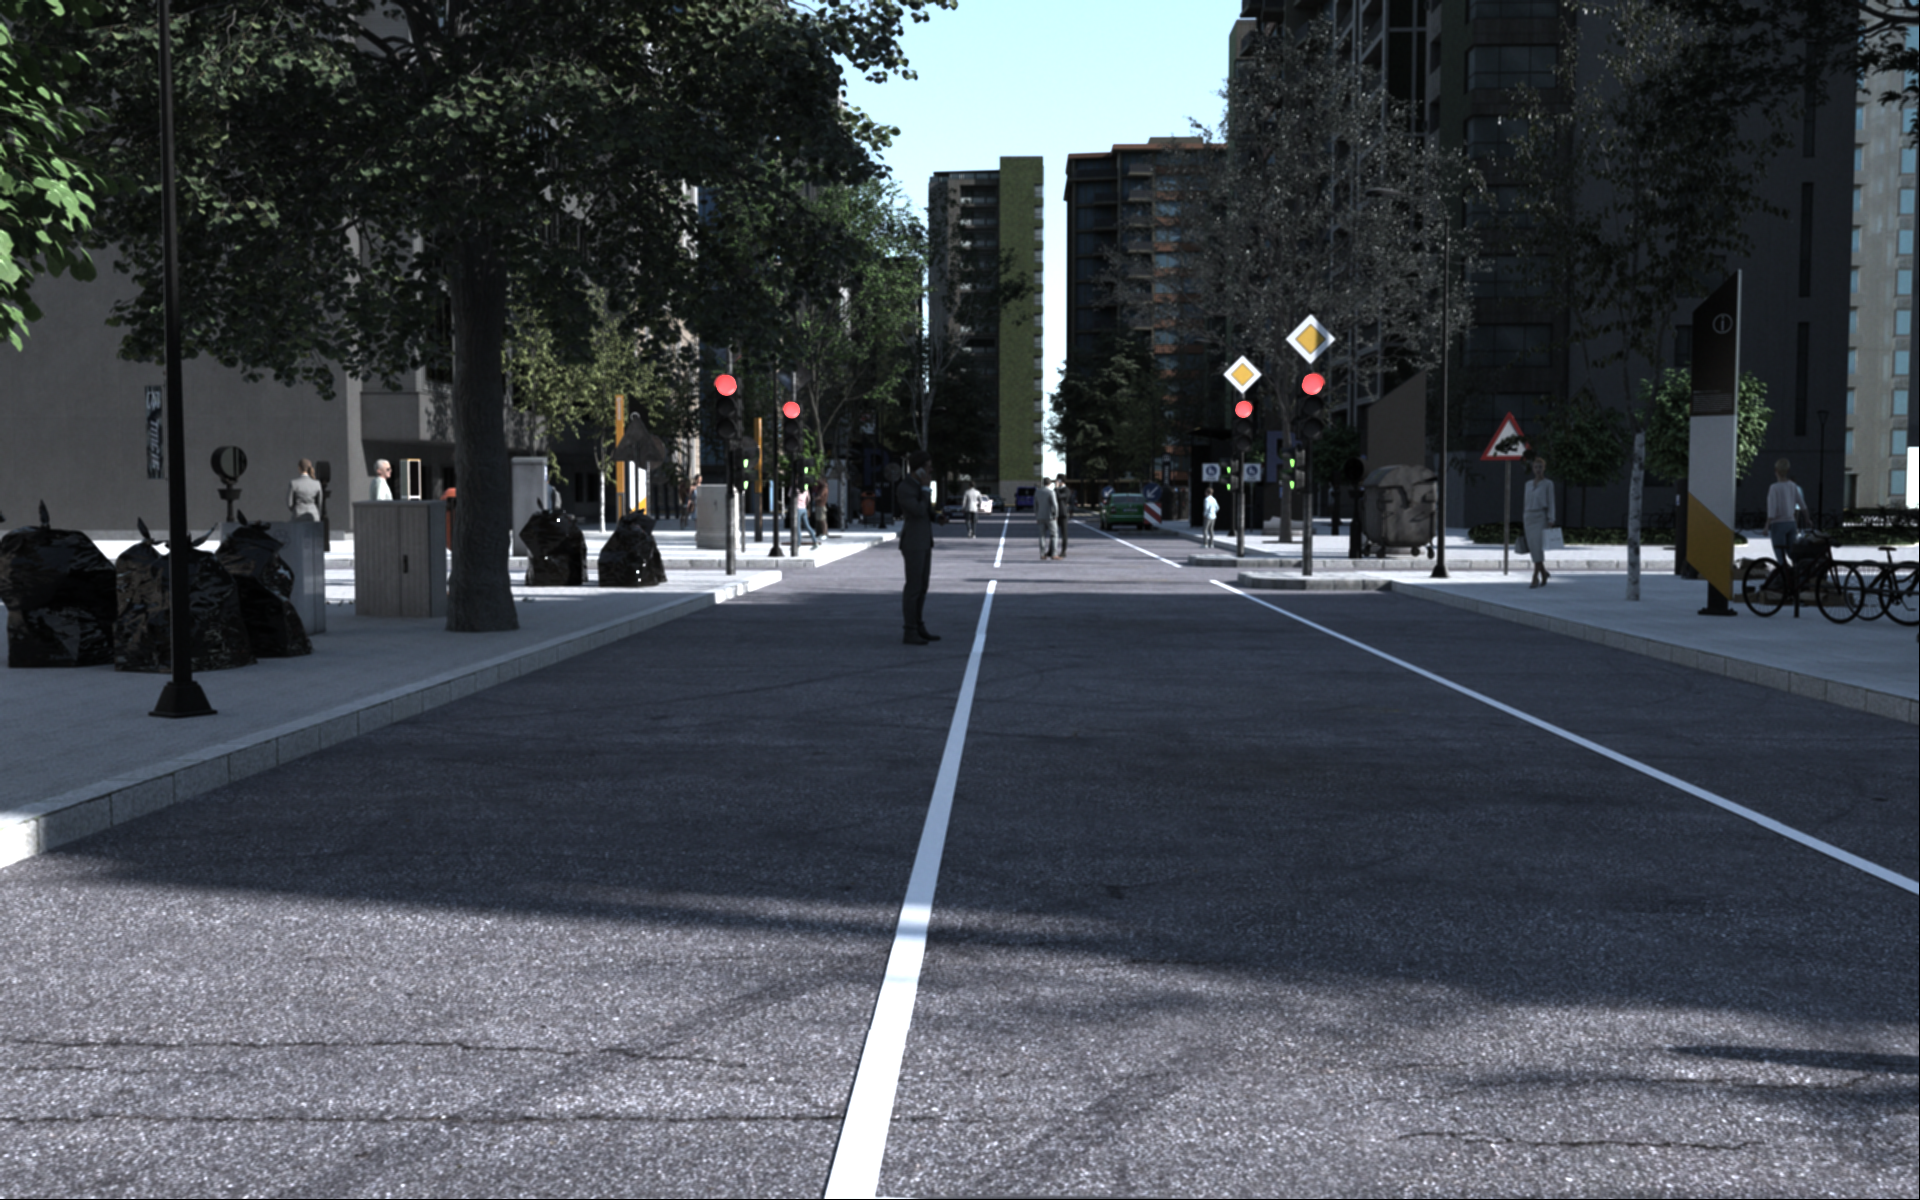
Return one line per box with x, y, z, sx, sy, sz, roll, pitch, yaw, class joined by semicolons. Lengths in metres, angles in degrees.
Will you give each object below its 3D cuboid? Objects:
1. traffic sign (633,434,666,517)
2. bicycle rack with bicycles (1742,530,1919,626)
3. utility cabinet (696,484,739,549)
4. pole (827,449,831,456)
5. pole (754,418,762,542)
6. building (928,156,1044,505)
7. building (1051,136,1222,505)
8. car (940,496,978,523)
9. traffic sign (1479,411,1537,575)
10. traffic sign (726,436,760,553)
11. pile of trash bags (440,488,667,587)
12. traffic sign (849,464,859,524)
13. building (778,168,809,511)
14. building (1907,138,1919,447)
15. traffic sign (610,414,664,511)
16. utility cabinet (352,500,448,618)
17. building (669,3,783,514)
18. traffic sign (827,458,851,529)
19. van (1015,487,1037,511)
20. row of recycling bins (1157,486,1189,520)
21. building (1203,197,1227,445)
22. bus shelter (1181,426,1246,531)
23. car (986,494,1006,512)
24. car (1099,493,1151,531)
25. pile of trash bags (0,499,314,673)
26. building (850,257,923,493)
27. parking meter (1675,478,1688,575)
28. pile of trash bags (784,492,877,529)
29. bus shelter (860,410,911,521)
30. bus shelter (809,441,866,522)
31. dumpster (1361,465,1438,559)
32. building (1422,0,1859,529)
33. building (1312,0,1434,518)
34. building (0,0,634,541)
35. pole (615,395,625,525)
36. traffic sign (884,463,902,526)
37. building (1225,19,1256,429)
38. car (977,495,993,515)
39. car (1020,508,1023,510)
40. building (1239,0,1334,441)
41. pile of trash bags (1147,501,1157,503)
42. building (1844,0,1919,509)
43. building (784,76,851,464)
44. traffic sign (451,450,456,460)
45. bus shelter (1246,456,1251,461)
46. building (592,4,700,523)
-6.661;-2.254;36.955;0.768;2.556;0.104;0;4;6;traffic sign
9.664;-0.230;17.146;2.852;0.926;2.925;-1;4;-12;bicycle rack with bicycles
-5.605;-1.914;39.965;1.173;1.500;0.318;3;5;42;utility cabinet
-5.547;-4.876;73.569;0.158;3.312;0.155;0;3;0;pole
-5.405;-3.212;46.367;0.158;3.312;0.155;0;3;0;pole
3.187;-32.341;212.367;14.086;41.232;14.154;0;4;2;building
25.768;-34.279;215.084;28.867;44.769;22.147;0;4;2;building
-0.016;-4.529;86.634;1.945;1.354;3.894;0;4;2;car
8.640;-1.672;27.343;0.884;2.594;0.081;0;4;5;traffic sign
-4.759;-2.315;37.955;0.768;2.556;0.104;0;4;4;traffic sign
-5.860;-0.921;24.809;3.447;1.369;1.912;1;4;11;pile of trash bags
-4.719;-4.541;74.346;0.768;2.556;0.104;0;4;3;traffic sign
-27.024;-27.260;137.587;32.217;40.220;23.993;0;4;2;building
39.119;-22.487;51.257;14.086;41.232;14.154;0;4;2;building
-5.253;-1.722;28.157;0.884;2.594;0.081;0;4;2;traffic sign
-5.904;-0.434;18.250;1.020;1.237;0.306;2;4;23;utility cabinet
-19.944;-28.592;117.588;14.600;45.320;14.200;0;4;2;building
-4.390;-3.838;62.758;0.884;2.594;0.081;0;4;5;traffic sign
5.742;-8.763;147.657;2.240;2.365;5.245;0;4;3;van
10.556;-4.800;85.597;1.069;1.692;3.534;2;4;26;row of recycling bins
30.401;-24.213;167.577;14.160;30.474;14.107;0;4;2;building
9.205;-4.381;62.907;1.731;3.624;6.357;0;4;2;bus shelter
2.713;-7.989;142.410;2.131;1.459;4.920;0;4;2;car
6.548;-3.665;68.722;1.959;1.807;4.718;0;4;0;car
-6.834;-0.237;13.635;3.447;1.369;1.912;1;4;20;pile of trash bags
-11.757;-26.927;211.950;14.107;30.474;14.160;0;4;2;building
11.531;-1.162;27.414;0.372;1.533;0.369;0;3;0;parking meter
-4.768;-3.358;64.653;3.447;1.369;1.912;-1;4;-23;pile of trash bags
-3.608;-6.586;85.318;2.179;5.291;8.768;0;4;2;bus shelter
-4.990;-4.617;69.416;2.014;3.302;5.546;0;4;2;bus shelter
8.838;-1.776;34.798;1.264;1.857;1.865;0;4;2;dumpster
25.872;-18.232;69.800;14.160;30.474;14.107;0;4;2;building
30.229;-40.091;93.748;20.563;71.187;20.611;0;4;2;building
-21.704;-14.837;61.655;14.314;24.678;30.058;0;4;2;building
-7.003;-2.560;35.702;0.158;3.312;0.155;0;3;0;pole
-2.740;-4.309;70.554;0.768;2.556;0.104;0;4;8;traffic sign
30.413;-28.720;153.172;14.154;41.232;14.086;0;4;2;building
1.293;-6.740;122.565;2.083;1.381;4.827;0;4;2;car
6.495;-9.106;160.680;2.131;1.459;4.920;0;4;3;car
32.903;-29.165;131.467;22.147;44.769;28.867;0;4;2;building
10.823;-5.518;99.979;1.912;1.369;3.447;3;5;45;pile of trash bags
70.650;-33.102;160.828;30.456;49.044;23.786;0;4;2;building
-17.928;-29.658;168.509;14.086;41.232;14.154;0;4;2;building
-7.643;-1.676;27.399;0.884;2.594;0.081;1;4;10;traffic sign
11.961;-5.241;79.617;2.014;3.302;5.546;0;4;2;bus shelter
-20.947;-18.389;86.560;13.634;28.700;20.117;0;4;2;building
